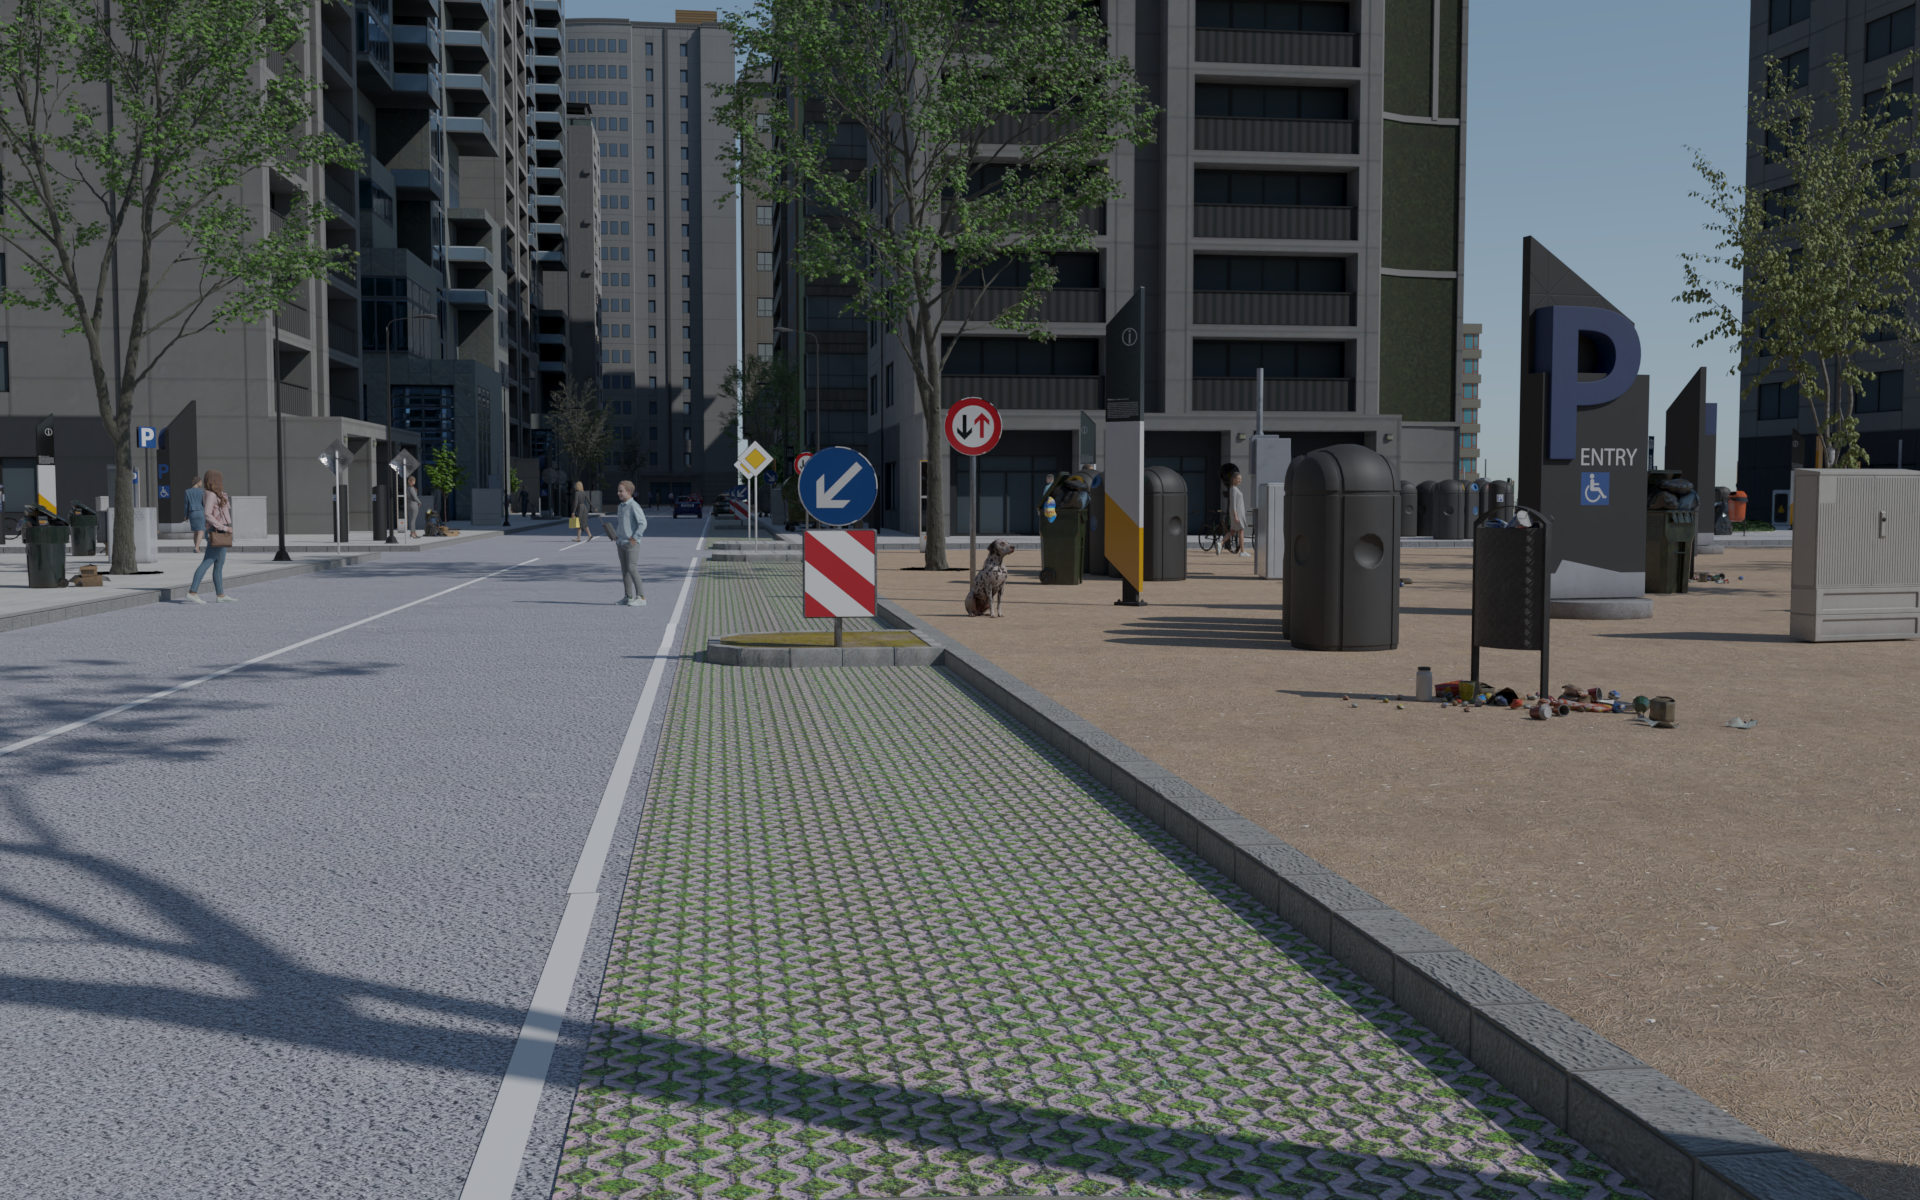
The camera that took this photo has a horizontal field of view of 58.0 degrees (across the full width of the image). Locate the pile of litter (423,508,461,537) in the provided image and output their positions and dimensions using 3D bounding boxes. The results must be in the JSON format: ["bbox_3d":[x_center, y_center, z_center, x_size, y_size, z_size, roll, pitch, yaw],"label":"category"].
[{"bbox_3d":[-15.768,-2.362,52.584,1.176,0.858,1.719,0,4,-5],"label":"pile of litter"}]

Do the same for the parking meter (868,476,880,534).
[{"bbox_3d":[-2.752,-3.046,55.519,0.255,1.863,0.399,-2,4,-33],"label":"parking meter"}]

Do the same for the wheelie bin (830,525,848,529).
[{"bbox_3d":[-4.247,-3.271,61.385,0.693,1.594,0.980,1,4,12],"label":"wheelie bin"}]

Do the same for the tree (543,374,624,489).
[{"bbox_3d":[-23.681,-9.601,107.346,4.360,8.622,3.978,0,3,0],"label":"tree"}]

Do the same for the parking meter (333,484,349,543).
[{"bbox_3d":[-16.451,-2.299,45.992,0.372,1.533,0.369,0,3,0],"label":"parking meter"}]

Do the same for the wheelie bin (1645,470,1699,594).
[{"bbox_3d":[9.164,-0.895,22.533,0.980,1.594,0.693,-2,4,-28],"label":"wheelie bin"}]

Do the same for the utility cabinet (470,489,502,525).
[{"bbox_3d":[-19.355,-3.793,70.699,1.173,1.500,0.318,-2,4,-30],"label":"utility cabinet"}]

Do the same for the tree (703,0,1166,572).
[{"bbox_3d":[-0.571,-6.296,28.694,9.928,11.665,9.643,0,3,0],"label":"tree"}]

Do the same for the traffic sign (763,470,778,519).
[{"bbox_3d":[-9.887,-5.524,90.425,0.768,2.556,0.104,0,4,0],"label":"traffic sign"}]

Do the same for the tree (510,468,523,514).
[{"bbox_3d":[-29.718,-7.334,114.509,1.663,3.219,1.824,0,3,0],"label":"tree"}]

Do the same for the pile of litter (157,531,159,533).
[{"bbox_3d":[-24.927,-2.385,52.959,1.176,0.858,1.719,-3,4,-38],"label":"pile of litter"}]

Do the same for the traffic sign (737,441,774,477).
[{"bbox_3d":[-4.431,-2.174,37.735,0.795,2.593,0.064,0,4,-8],"label":"traffic sign"}]

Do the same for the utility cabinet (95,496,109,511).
[{"bbox_3d":[-23.933,-2.323,49.138,0.306,1.237,1.020,3,4,38],"label":"utility cabinet"}]

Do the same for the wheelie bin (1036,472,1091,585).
[{"bbox_3d":[1.480,-1.023,24.638,0.693,1.594,0.980,1,4,13],"label":"wheelie bin"}]

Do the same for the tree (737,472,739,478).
[{"bbox_3d":[-17.793,-10.246,151.238,4.285,4.588,4.351,0,3,0],"label":"tree"}]

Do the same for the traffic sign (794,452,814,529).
[{"bbox_3d":[-4.658,-3.221,52.767,0.768,2.556,0.104,0,4,1],"label":"traffic sign"}]

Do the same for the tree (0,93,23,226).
[{"bbox_3d":[-11.911,-4.153,18.271,4.360,8.622,3.978,0,3,0],"label":"tree"}]

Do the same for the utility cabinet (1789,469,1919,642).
[{"bbox_3d":[7.836,-0.391,15.075,1.173,1.500,0.318,-1,4,-17],"label":"utility cabinet"}]

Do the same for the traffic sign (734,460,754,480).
[{"bbox_3d":[-5.541,-2.658,45.643,0.795,2.593,0.064,0,4,-8],"label":"traffic sign"}]

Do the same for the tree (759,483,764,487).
[{"bbox_3d":[-14.767,-8.325,130.717,1.663,3.219,1.824,0,3,0],"label":"tree"}]

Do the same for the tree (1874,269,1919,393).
[{"bbox_3d":[23.579,-5.453,39.526,4.360,8.622,3.978,0,3,0],"label":"tree"}]

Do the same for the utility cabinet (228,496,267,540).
[{"bbox_3d":[-20.291,-2.333,49.301,0.306,1.237,1.020,3,5,43],"label":"utility cabinet"}]

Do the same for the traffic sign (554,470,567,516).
[{"bbox_3d":[-21.162,-5.590,91.495,0.768,2.556,0.104,0,4,-7],"label":"traffic sign"}]

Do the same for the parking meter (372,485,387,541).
[{"bbox_3d":[-15.933,-2.394,47.545,0.372,1.533,0.369,0,3,0],"label":"parking meter"}]

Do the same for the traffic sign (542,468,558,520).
[{"bbox_3d":[-20.122,-5.190,84.962,0.768,2.556,0.104,0,4,-5],"label":"traffic sign"}]

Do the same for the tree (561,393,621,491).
[{"bbox_3d":[-26.185,-10.638,124.292,4.737,8.622,4.395,0,3,0],"label":"tree"}]

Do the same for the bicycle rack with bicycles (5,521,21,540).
[{"bbox_3d":[-27.718,-2.127,48.163,2.925,0.926,2.852,-1,4,-18],"label":"bicycle rack with bicycles"}]

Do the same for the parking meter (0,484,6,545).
[{"bbox_3d":[-24.397,-2.167,43.847,0.372,1.533,0.369,0,3,0],"label":"parking meter"}]

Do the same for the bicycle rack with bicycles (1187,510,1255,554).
[{"bbox_3d":[5.482,-1.479,37.564,2.852,0.926,2.925,0,4,-6],"label":"bicycle rack with bicycles"}]

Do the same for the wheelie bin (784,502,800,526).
[{"bbox_3d":[-6.769,-3.792,69.905,0.693,1.594,0.980,-1,4,-16],"label":"wheelie bin"}]

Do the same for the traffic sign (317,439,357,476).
[{"bbox_3d":[-13.143,-2.101,36.537,0.795,2.593,0.064,0,4,-8],"label":"traffic sign"}]

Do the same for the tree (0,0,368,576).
[{"bbox_3d":[-13.324,-6.198,27.094,9.928,11.665,9.643,0,3,0],"label":"tree"}]

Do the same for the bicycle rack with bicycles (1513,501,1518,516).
[{"bbox_3d":[35.574,-5.629,105.408,2.925,0.926,2.852,-1,4,-16],"label":"bicycle rack with bicycles"}]

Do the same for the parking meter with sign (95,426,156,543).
[{"bbox_3d":[-21.819,-2.993,45.191,1.738,3.016,0.543,1,4,22],"label":"parking meter with sign"}]

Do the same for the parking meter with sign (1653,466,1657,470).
[{"bbox_3d":[43.709,-6.762,106.827,1.738,3.016,0.543,0,4,5],"label":"parking meter with sign"}]

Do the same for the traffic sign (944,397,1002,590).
[{"bbox_3d":[0.170,-1.390,22.834,0.768,2.556,0.104,0,4,-3],"label":"traffic sign"}]

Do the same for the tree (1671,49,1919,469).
[{"bbox_3d":[14.078,-4.764,28.262,4.737,8.622,4.395,0,3,0],"label":"tree"}]

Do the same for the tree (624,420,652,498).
[{"bbox_3d":[-32.786,-13.589,172.545,4.360,8.622,3.978,0,3,0],"label":"tree"}]

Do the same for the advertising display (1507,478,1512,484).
[{"bbox_3d":[21.669,-3.862,68.365,0.123,1.923,0.974,1,4,21],"label":"advertising display"}]

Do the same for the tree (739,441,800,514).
[{"bbox_3d":[-11.633,-7.851,112.071,4.285,4.588,4.351,0,3,0],"label":"tree"}]

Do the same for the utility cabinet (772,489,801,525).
[{"bbox_3d":[-7.141,-3.823,71.178,1.173,1.500,0.318,1,4,16],"label":"utility cabinet"}]

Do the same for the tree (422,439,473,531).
[{"bbox_3d":[-18.004,-4.061,60.994,1.663,3.219,1.824,0,3,0],"label":"tree"}]

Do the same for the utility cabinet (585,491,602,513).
[{"bbox_3d":[-24.921,-6.674,117.798,1.173,1.500,0.318,1,4,21],"label":"utility cabinet"}]

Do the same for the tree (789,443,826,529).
[{"bbox_3d":[-5.397,-4.283,64.623,1.663,3.219,1.824,0,3,0],"label":"tree"}]

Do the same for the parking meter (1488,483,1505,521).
[{"bbox_3d":[12.476,-1.951,40.306,0.372,1.533,0.369,0,3,0],"label":"parking meter"}]

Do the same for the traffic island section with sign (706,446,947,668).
[{"bbox_3d":[-1.221,-0.400,15.164,1.989,1.847,2.006,0,4,-8],"label":"traffic island section with sign"}]

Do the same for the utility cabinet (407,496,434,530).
[{"bbox_3d":[-19.696,-3.175,63.076,0.306,1.237,1.020,3,5,44],"label":"utility cabinet"}]
